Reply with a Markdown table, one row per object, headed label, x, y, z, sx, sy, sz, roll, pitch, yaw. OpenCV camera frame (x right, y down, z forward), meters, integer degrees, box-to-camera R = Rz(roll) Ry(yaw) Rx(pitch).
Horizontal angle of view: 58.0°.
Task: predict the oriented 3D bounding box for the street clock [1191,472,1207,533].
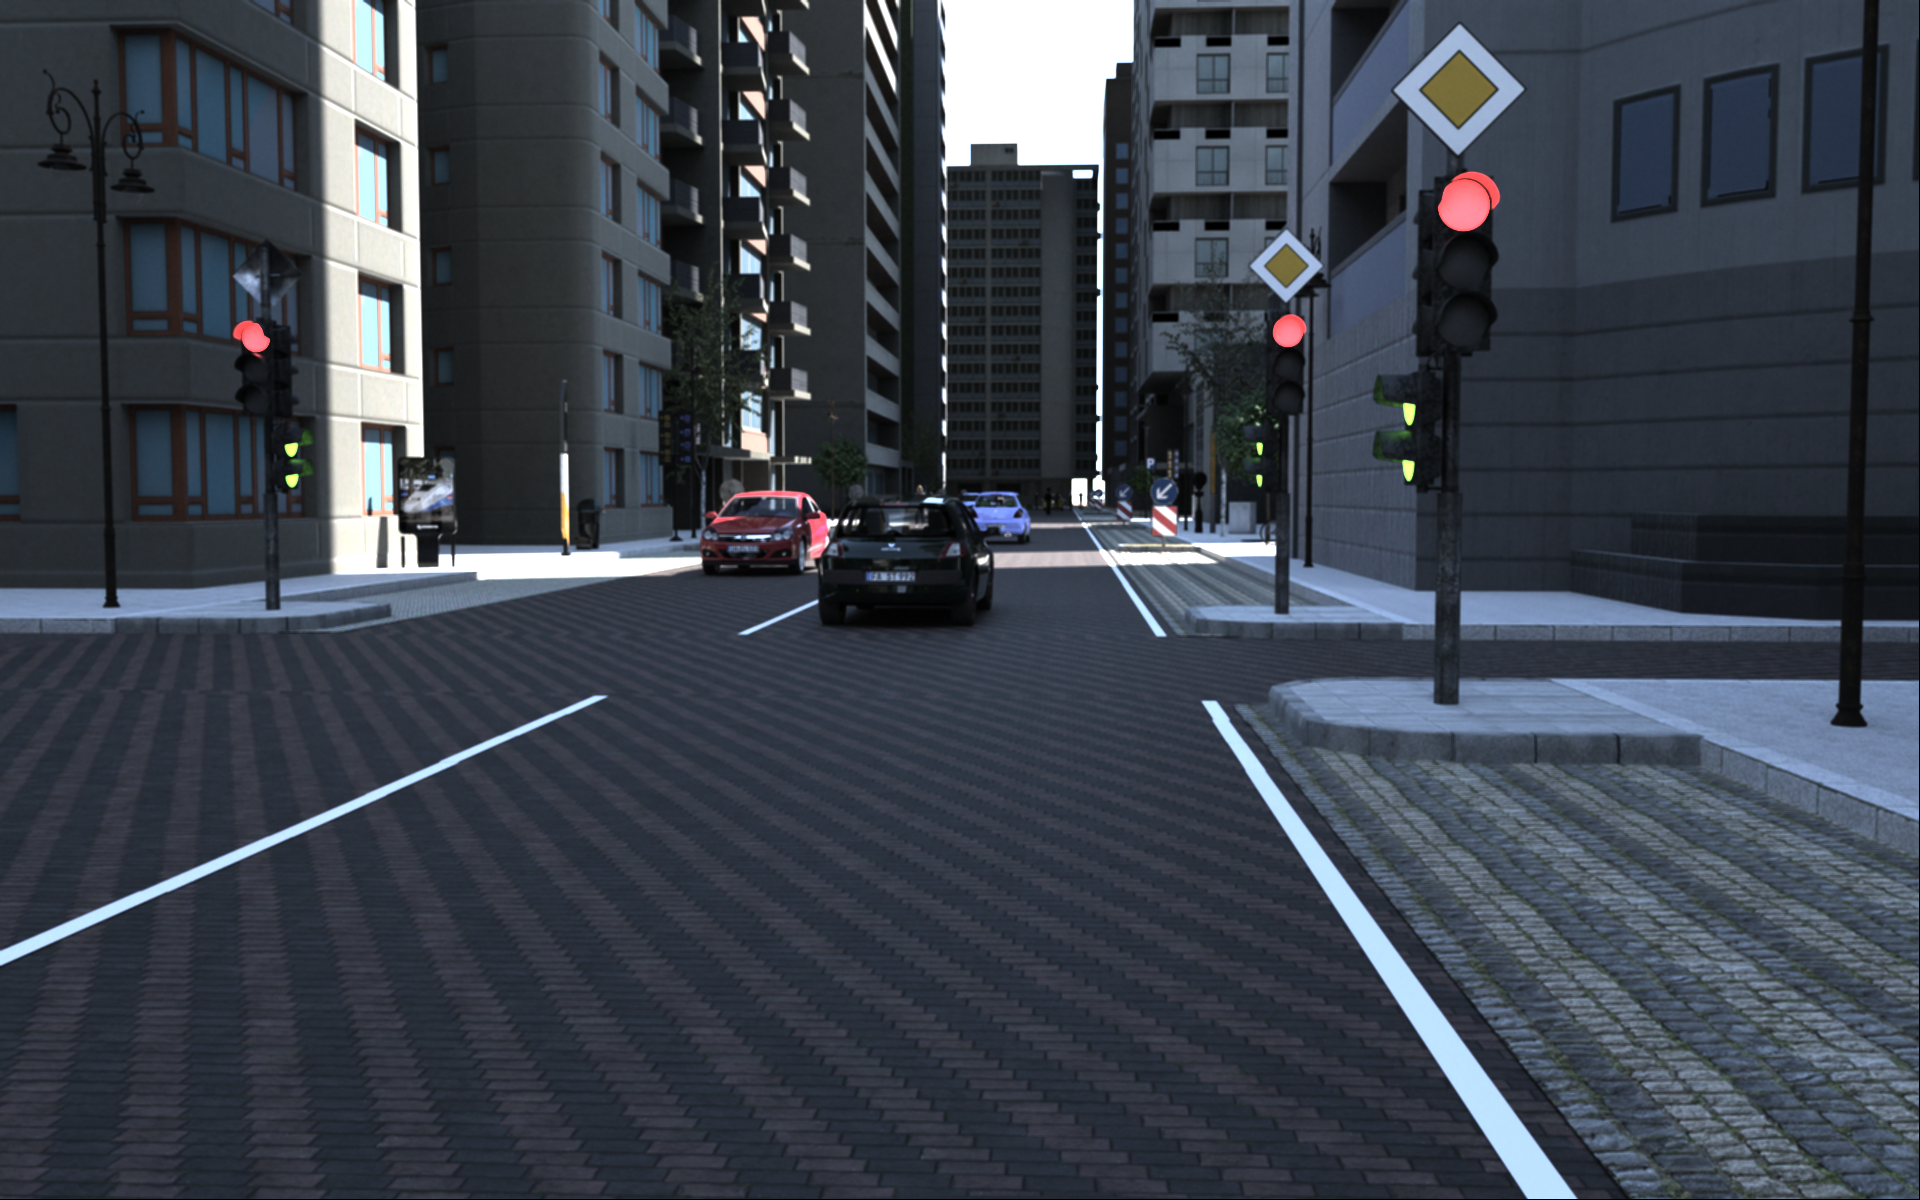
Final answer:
| label | x | y | z | sx | sy | sz | roll | pitch | yaw |
| --- | --- | --- | --- | --- | --- | --- | --- | --- | --- |
| street clock | 7.899 | -3.222 | 57.243 | 0.471 | 2.002 | 0.358 | -2 | 4 | -25 |

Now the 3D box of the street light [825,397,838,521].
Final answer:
| label | x | y | z | sx | sy | sz | roll | pitch | yaw |
| --- | --- | --- | --- | --- | --- | --- | --- | --- | --- |
| street light | -5.967 | -6.612 | 80.894 | 0.468 | 5.910 | 1.993 | 0 | 4 | 3 |

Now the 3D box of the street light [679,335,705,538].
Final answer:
| label | x | y | z | sx | sy | sz | roll | pitch | yaw |
| --- | --- | --- | --- | --- | --- | --- | --- | --- | --- |
| street light | -7.780 | -4.751 | 50.460 | 0.468 | 5.910 | 1.993 | 0 | 4 | 3 |

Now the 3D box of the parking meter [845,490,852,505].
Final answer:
| label | x | y | z | sx | sy | sz | roll | pitch | yaw |
| --- | --- | --- | --- | --- | --- | --- | --- | --- | --- |
| parking meter | -6.076 | -5.276 | 94.669 | 0.372 | 1.533 | 0.369 | 0 | 3 | 0 |

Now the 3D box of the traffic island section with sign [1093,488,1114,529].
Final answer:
| label | x | y | z | sx | sy | sz | roll | pitch | yaw |
| --- | --- | --- | --- | --- | --- | --- | --- | --- | --- |
| traffic island section with sign | 6.572 | -3.797 | 70.714 | 1.989 | 1.847 | 2.006 | 0 | 4 | 3 |

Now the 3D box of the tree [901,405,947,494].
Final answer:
| label | x | y | z | sx | sy | sz | roll | pitch | yaw |
| --- | --- | --- | --- | --- | --- | --- | --- | --- | --- |
| tree | -2.928 | -11.759 | 142.625 | 4.737 | 8.622 | 4.395 | 0 | 3 | 0 |

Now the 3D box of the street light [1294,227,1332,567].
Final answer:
| label | x | y | z | sx | sy | sz | roll | pitch | yaw |
| --- | --- | --- | --- | --- | --- | --- | --- | --- | --- |
| street light | 6.127 | -3.517 | 30.283 | 0.468 | 5.910 | 1.993 | 0 | 4 | 3 |

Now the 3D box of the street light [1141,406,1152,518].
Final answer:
| label | x | y | z | sx | sy | sz | roll | pitch | yaw |
| --- | --- | --- | --- | --- | --- | --- | --- | --- | --- |
| street light | 9.819 | -7.250 | 91.322 | 0.468 | 5.910 | 1.993 | 0 | 4 | 3 |

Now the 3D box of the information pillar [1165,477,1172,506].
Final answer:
| label | x | y | z | sx | sy | sz | roll | pitch | yaw |
| --- | --- | --- | --- | --- | --- | --- | --- | --- | --- |
| information pillar | 8.992 | -4.297 | 74.740 | 0.304 | 2.012 | 0.304 | 1 | 4 | 10 |

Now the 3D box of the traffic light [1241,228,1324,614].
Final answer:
| label | x | y | z | sx | sy | sz | roll | pitch | yaw |
| --- | --- | --- | --- | --- | --- | --- | --- | --- | --- |
| traffic light | 3.434 | -1.807 | 18.469 | 0.839 | 4.253 | 0.868 | 0 | 4 | 3 |

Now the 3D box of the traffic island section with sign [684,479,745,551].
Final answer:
| label | x | y | z | sx | sy | sz | roll | pitch | yaw |
| --- | --- | --- | --- | --- | --- | --- | --- | --- | --- |
| traffic island section with sign | -5.843 | -2.168 | 44.068 | 1.989 | 1.847 | 2.006 | 0 | 4 | 3 |

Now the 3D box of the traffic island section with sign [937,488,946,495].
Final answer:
| label | x | y | z | sx | sy | sz | roll | pitch | yaw |
| --- | --- | --- | --- | --- | --- | --- | --- | --- | --- |
| traffic island section with sign | -1.242 | -6.903 | 121.498 | 1.989 | 1.847 | 2.006 | 0 | 4 | 3 |

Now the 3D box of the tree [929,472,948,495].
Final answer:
| label | x | y | z | sx | sy | sz | roll | pitch | yaw |
| --- | --- | --- | --- | --- | --- | --- | --- | --- | --- |
| tree | -2.090 | -9.348 | 147.442 | 1.663 | 3.219 | 1.824 | 0 | 3 | 0 |

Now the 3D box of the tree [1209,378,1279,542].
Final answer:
| label | x | y | z | sx | sy | sz | roll | pitch | yaw |
| --- | --- | --- | --- | --- | --- | --- | --- | --- | --- |
| tree | 8.429 | -3.858 | 46.788 | 4.285 | 4.588 | 4.351 | 0 | 3 | 0 |

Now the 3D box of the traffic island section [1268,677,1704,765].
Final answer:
| label | x | y | z | sx | sy | sz | roll | pitch | yaw |
| --- | --- | --- | --- | --- | --- | --- | --- | --- | --- |
| traffic island section | 3.000 | 0.714 | 10.610 | 2.009 | 0.180 | 2.903 | 0 | 4 | 3 |

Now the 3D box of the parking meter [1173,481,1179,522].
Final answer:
| label | x | y | z | sx | sy | sz | roll | pitch | yaw |
| --- | --- | --- | --- | --- | --- | --- | --- | --- | --- |
| parking meter | 9.959 | -4.535 | 79.858 | 0.255 | 1.863 | 0.399 | 0 | 4 | -2 |

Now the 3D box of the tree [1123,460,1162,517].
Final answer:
| label | x | y | z | sx | sy | sz | roll | pitch | yaw |
| --- | --- | --- | --- | --- | --- | --- | --- | --- | --- |
| tree | 10.447 | -6.399 | 99.225 | 1.663 | 3.219 | 1.824 | 0 | 3 | 0 |

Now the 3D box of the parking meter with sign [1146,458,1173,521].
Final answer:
| label | x | y | z | sx | sy | sz | roll | pitch | yaw |
| --- | --- | --- | --- | --- | --- | --- | --- | --- | --- |
| parking meter with sign | 9.697 | -5.345 | 83.644 | 0.543 | 3.016 | 1.738 | 3 | 5 | 41 |

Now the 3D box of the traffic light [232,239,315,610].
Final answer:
| label | x | y | z | sx | sy | sz | roll | pitch | yaw |
| --- | --- | --- | --- | --- | --- | --- | --- | --- | --- |
| traffic light | -7.608 | -1.846 | 19.107 | 0.839 | 4.253 | 0.868 | 0 | 4 | 3 |

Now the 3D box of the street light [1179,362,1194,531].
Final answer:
| label | x | y | z | sx | sy | sz | roll | pitch | yaw |
| --- | --- | --- | --- | --- | --- | --- | --- | --- | --- |
| street light | 7.961 | -5.387 | 60.866 | 0.468 | 5.910 | 1.993 | 0 | 4 | 3 |

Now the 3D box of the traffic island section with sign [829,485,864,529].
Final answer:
| label | x | y | z | sx | sy | sz | roll | pitch | yaw |
| --- | --- | --- | --- | --- | --- | --- | --- | --- | --- |
| traffic island section with sign | -4.249 | -3.813 | 70.976 | 1.989 | 1.847 | 2.006 | 0 | 4 | 3 |

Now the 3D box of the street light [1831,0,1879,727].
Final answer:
| label | x | y | z | sx | sy | sz | roll | pitch | yaw |
| --- | --- | --- | --- | --- | --- | --- | --- | --- | --- |
| street light | 4.937 | -2.242 | 9.441 | 0.468 | 5.910 | 1.993 | 0 | 4 | 3 |

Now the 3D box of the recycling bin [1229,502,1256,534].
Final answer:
| label | x | y | z | sx | sy | sz | roll | pitch | yaw |
| --- | --- | --- | --- | --- | --- | --- | --- | --- | --- |
| recycling bin | 9.117 | -2.650 | 55.875 | 0.722 | 1.027 | 0.722 | 2 | 4 | 27 |

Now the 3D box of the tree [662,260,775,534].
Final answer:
| label | x | y | z | sx | sy | sz | roll | pitch | yaw |
| --- | --- | --- | --- | --- | --- | --- | --- | --- | --- |
| tree | -8.157 | -6.433 | 55.536 | 4.737 | 8.622 | 4.395 | 0 | 3 | 0 |

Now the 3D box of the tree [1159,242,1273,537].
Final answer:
| label | x | y | z | sx | sy | sz | roll | pitch | yaw |
| --- | --- | --- | --- | --- | --- | --- | --- | --- | --- |
| tree | 8.109 | -6.189 | 51.547 | 4.360 | 8.622 | 3.978 | 0 | 3 | 0 |

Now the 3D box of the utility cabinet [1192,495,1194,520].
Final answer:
| label | x | y | z | sx | sy | sz | roll | pitch | yaw |
| --- | --- | --- | --- | --- | --- | --- | --- | --- | --- |
| utility cabinet | 11.765 | -4.581 | 86.058 | 0.306 | 1.237 | 1.020 | 1 | 4 | 18 |

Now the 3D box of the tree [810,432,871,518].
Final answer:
| label | x | y | z | sx | sy | sz | roll | pitch | yaw |
| --- | --- | --- | --- | --- | --- | --- | --- | --- | --- |
| tree | -6.319 | -6.626 | 92.054 | 4.285 | 4.588 | 4.351 | 0 | 3 | 0 |

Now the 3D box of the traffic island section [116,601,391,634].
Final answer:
| label | x | y | z | sx | sy | sz | roll | pitch | yaw |
| --- | --- | --- | --- | --- | --- | --- | --- | --- | --- |
| traffic island section | -7.648 | 0.186 | 19.244 | 2.009 | 0.180 | 2.903 | 0 | 4 | 3 |

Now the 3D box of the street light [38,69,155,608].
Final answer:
| label | x | y | z | sx | sy | sz | roll | pitch | yaw |
| --- | --- | --- | --- | --- | --- | --- | --- | --- | --- |
| street light | -9.625 | -2.855 | 19.471 | 0.468 | 5.910 | 1.993 | 0 | 4 | 3 |

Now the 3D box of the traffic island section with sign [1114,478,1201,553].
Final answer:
| label | x | y | z | sx | sy | sz | roll | pitch | yaw |
| --- | --- | --- | --- | --- | --- | --- | --- | --- | --- |
| traffic island section with sign | 4.933 | -2.111 | 43.137 | 1.989 | 1.847 | 2.006 | 0 | 4 | 3 |

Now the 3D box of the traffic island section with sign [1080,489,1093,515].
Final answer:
| label | x | y | z | sx | sy | sz | roll | pitch | yaw |
| --- | --- | --- | --- | --- | --- | --- | --- | --- | --- |
| traffic island section with sign | 9.519 | -6.821 | 120.156 | 1.989 | 1.847 | 2.006 | 0 | 4 | 3 |

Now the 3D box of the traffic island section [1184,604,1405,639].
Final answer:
| label | x | y | z | sx | sy | sz | roll | pitch | yaw |
| --- | --- | --- | --- | --- | --- | --- | --- | --- | --- |
| traffic island section | 3.474 | 0.226 | 18.581 | 2.009 | 0.180 | 2.903 | 0 | 4 | 3 |

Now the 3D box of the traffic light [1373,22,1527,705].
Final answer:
| label | x | y | z | sx | sy | sz | roll | pitch | yaw |
| --- | --- | --- | --- | --- | --- | --- | --- | --- | --- |
| traffic light | 2.961 | -1.320 | 10.498 | 0.839 | 4.253 | 0.868 | 0 | 4 | 3 |

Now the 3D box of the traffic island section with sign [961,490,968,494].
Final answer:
| label | x | y | z | sx | sy | sz | roll | pitch | yaw |
| --- | --- | --- | --- | --- | --- | --- | --- | --- | --- |
| traffic island section with sign | 0.390 | -8.582 | 148.950 | 1.989 | 1.847 | 2.006 | 0 | 4 | 3 |
